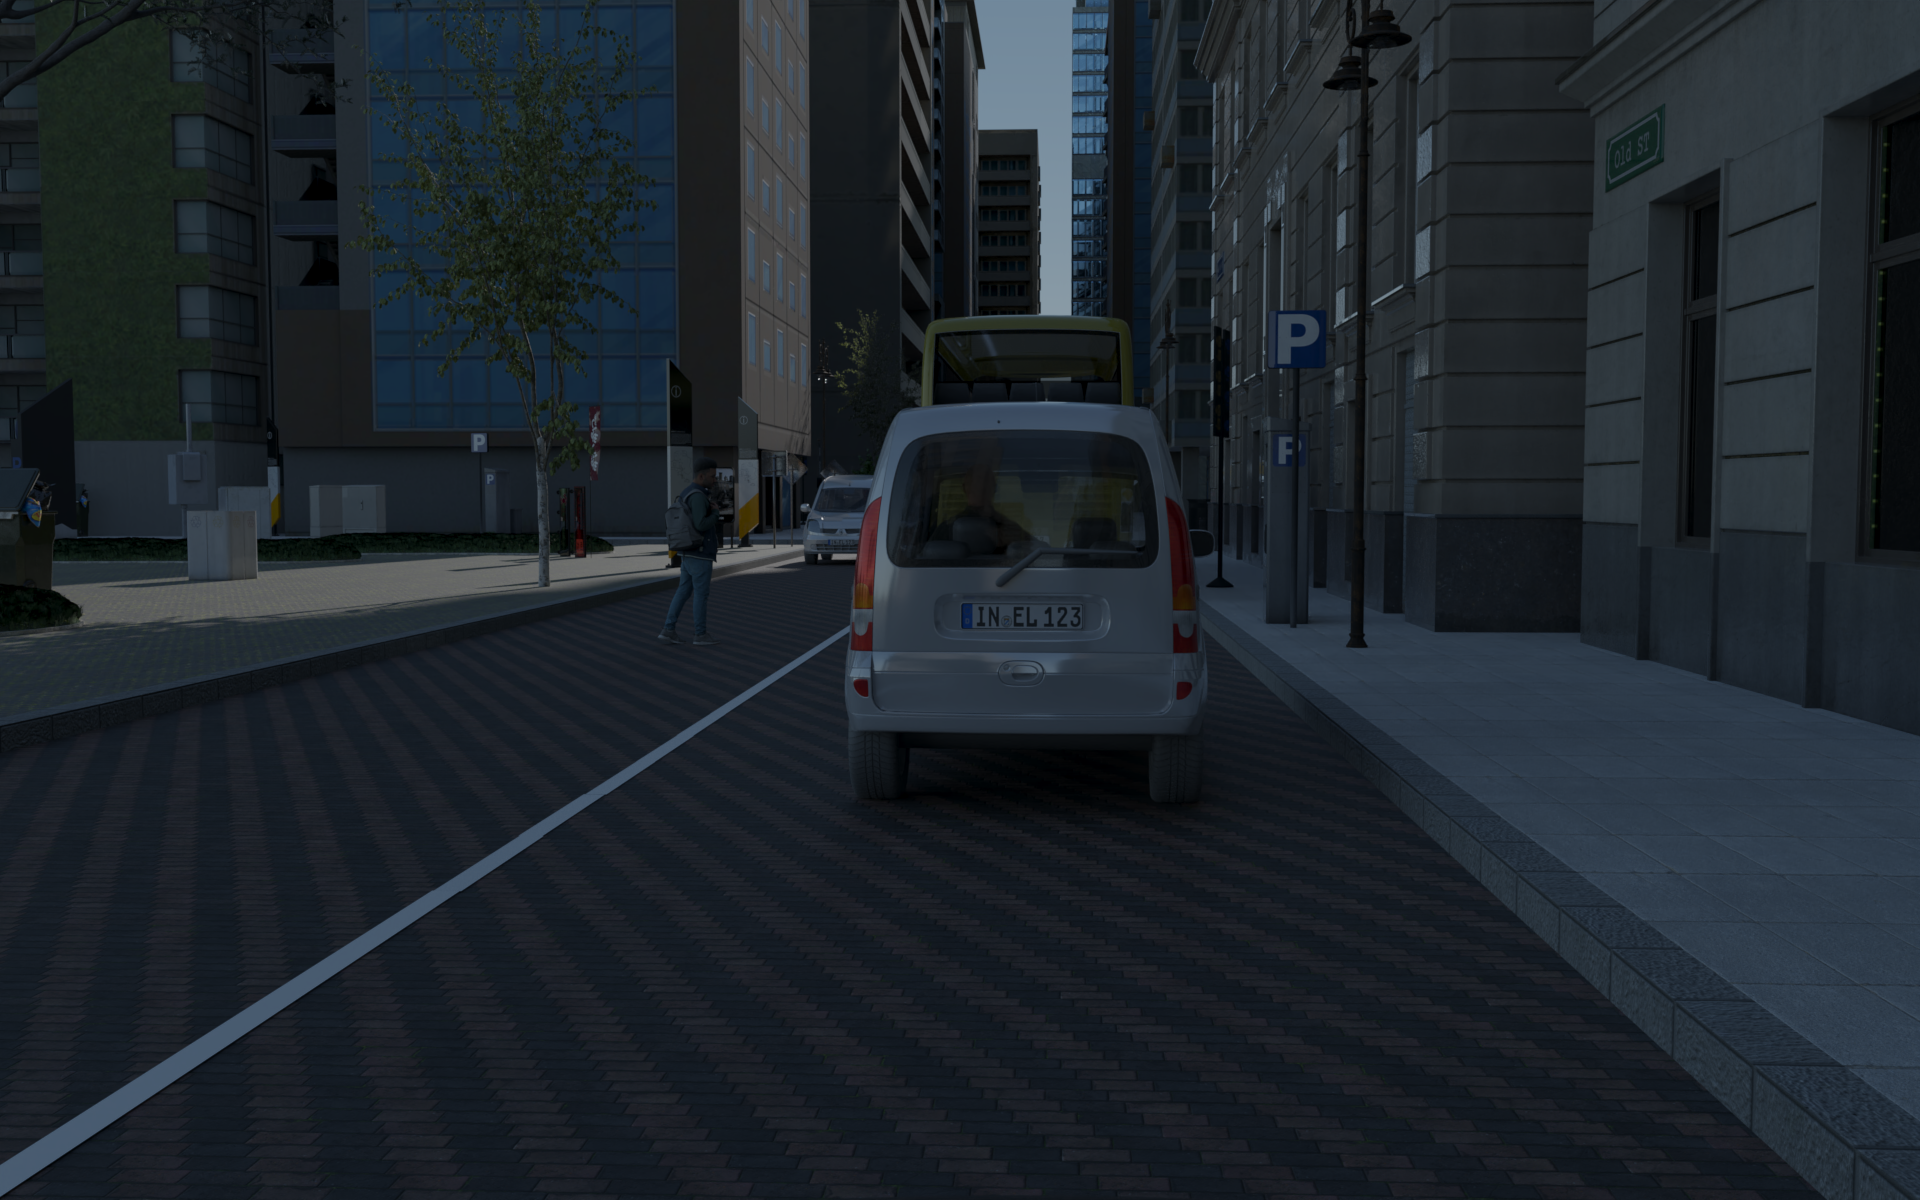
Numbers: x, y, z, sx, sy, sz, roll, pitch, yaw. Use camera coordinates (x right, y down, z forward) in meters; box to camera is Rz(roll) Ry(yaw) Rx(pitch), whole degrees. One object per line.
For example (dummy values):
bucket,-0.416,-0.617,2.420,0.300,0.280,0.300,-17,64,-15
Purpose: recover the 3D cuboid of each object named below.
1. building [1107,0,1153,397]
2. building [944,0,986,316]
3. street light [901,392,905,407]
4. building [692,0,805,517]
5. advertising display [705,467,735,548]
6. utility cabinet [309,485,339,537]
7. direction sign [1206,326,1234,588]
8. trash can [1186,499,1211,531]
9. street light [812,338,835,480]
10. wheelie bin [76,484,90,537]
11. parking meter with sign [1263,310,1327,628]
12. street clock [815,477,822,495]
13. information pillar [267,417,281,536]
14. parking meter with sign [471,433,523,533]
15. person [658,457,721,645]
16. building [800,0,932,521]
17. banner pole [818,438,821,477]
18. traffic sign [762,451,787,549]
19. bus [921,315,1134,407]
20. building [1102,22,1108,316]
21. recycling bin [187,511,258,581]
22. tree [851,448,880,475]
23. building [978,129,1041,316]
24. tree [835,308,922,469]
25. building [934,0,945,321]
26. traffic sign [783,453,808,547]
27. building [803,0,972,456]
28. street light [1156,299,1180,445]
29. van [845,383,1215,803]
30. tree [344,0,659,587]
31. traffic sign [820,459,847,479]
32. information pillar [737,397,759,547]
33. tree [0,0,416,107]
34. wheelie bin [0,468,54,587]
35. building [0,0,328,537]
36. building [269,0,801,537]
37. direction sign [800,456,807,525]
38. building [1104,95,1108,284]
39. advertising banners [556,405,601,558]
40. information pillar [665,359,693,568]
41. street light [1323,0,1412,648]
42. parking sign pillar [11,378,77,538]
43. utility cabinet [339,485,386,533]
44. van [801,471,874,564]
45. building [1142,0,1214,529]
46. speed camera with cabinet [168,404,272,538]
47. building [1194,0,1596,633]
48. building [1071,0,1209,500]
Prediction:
building,18.325,-29.455,131.703,14.600,45.320,14.200,0,4,3
building,-11.596,-36.469,185.511,27.495,52.752,28.713,0,4,3
street light,-2.569,-6.464,78.471,0.468,5.910,1.993,0,4,3
building,-9.130,-28.546,116.844,14.600,45.320,14.200,0,4,3
advertising display,-5.792,-2.189,41.007,0.974,1.923,0.123,-2,4,-35
utility cabinet,-15.630,-2.096,42.954,0.318,1.500,1.173,1,4,17
direction sign,3.583,-1.943,23.773,0.379,3.537,0.876,1,4,21
trash can,6.904,-2.346,50.017,0.748,1.137,0.748,0,3,0
street light,-4.048,-4.818,51.554,0.468,5.910,1.993,0,4,3
wheelie bin,-26.539,-2.689,51.874,0.980,1.594,0.693,0,4,2
parking meter with sign,3.294,-1.289,17.341,0.543,3.016,1.738,0,4,7
street clock,-6.086,-4.309,75.021,0.358,2.002,0.471,0,4,-5
information pillar,-20.832,-3.744,52.562,0.504,3.616,0.183,2,4,33
parking meter with sign,-13.425,-3.309,50.370,0.543,3.016,1.738,1,4,21
person,-2.501,-0.465,16.448,0.721,1.781,0.623,-3,4,-38
building,-12.854,-28.585,91.060,21.300,48.544,21.600,0,4,3
banner pole,-6.301,-5.365,77.730,0.401,3.779,0.863,-1,4,-10
traffic sign,-4.365,-2.360,40.720,0.606,2.300,0.079,1,4,9
bus,1.144,-2.140,26.533,2.896,3.916,12.252,0,4,3
building,23.796,-30.492,153.163,22.147,44.769,28.867,0,4,3
recycling bin,-11.067,-0.822,25.993,0.722,1.027,0.722,1,4,11
tree,-3.860,-4.798,73.042,1.663,3.219,1.824,0,3,0
building,-0.575,-36.483,220.193,21.600,48.544,21.300,0,4,3
tree,-3.114,-7.229,68.551,4.360,8.622,3.978,0,3,0
building,-11.202,-50.566,139.433,22.319,86.520,31.000,0,4,3
traffic sign,-4.094,-2.356,42.156,0.795,2.450,0.064,0,4,3
building,-6.145,-31.370,163.003,14.600,45.320,14.200,0,4,3
street light,4.931,-4.186,41.234,0.468,5.910,1.993,0,4,3
van,0.417,-0.149,9.454,2.013,2.044,4.112,0,4,4
tree,-5.906,-4.477,23.562,4.737,8.622,4.395,0,3,0
traffic sign,-3.650,-2.843,50.129,0.795,2.450,0.064,0,4,3
information pillar,-5.119,-3.085,41.802,0.504,3.616,0.183,1,4,10
tree,-7.288,-6.135,10.670,12.009,13.543,11.850,0,3,0
wheelie bin,-11.559,-0.815,21.232,0.980,1.594,0.693,1,4,14
building,-28.873,-22.922,58.373,14.086,41.232,14.154,0,4,3
building,-12.879,-24.893,57.111,14.600,45.320,14.200,0,4,3
direction sign,-6.509,-4.884,71.850,0.379,3.537,0.876,1,4,16
building,26.560,-34.430,182.532,23.786,49.044,30.456,0,4,3
advertising banners,-7.684,-2.370,34.941,0.090,3.025,2.074,-3,4,-36
information pillar,-4.890,-2.375,30.183,0.504,3.616,0.183,-3,5,-44
street light,3.323,-2.540,14.324,0.468,5.910,1.993,0,4,3
parking sign pillar,-21.102,-3.144,39.876,1.447,3.967,1.447,2,4,28
utility cabinet,-14.386,-2.025,41.787,1.173,1.500,0.318,2,4,30
van,-2.287,-1.810,36.597,2.013,2.044,4.112,0,4,2
building,19.575,-22.936,66.886,23.993,40.220,32.217,0,4,3
speed camera with cabinet,-16.526,-2.711,38.667,2.038,3.252,0.660,-3,5,-41
building,10.706,-14.051,27.002,12.463,27.353,25.104,0,4,3
building,25.687,-55.349,217.628,31.000,86.520,22.319,0,4,3
